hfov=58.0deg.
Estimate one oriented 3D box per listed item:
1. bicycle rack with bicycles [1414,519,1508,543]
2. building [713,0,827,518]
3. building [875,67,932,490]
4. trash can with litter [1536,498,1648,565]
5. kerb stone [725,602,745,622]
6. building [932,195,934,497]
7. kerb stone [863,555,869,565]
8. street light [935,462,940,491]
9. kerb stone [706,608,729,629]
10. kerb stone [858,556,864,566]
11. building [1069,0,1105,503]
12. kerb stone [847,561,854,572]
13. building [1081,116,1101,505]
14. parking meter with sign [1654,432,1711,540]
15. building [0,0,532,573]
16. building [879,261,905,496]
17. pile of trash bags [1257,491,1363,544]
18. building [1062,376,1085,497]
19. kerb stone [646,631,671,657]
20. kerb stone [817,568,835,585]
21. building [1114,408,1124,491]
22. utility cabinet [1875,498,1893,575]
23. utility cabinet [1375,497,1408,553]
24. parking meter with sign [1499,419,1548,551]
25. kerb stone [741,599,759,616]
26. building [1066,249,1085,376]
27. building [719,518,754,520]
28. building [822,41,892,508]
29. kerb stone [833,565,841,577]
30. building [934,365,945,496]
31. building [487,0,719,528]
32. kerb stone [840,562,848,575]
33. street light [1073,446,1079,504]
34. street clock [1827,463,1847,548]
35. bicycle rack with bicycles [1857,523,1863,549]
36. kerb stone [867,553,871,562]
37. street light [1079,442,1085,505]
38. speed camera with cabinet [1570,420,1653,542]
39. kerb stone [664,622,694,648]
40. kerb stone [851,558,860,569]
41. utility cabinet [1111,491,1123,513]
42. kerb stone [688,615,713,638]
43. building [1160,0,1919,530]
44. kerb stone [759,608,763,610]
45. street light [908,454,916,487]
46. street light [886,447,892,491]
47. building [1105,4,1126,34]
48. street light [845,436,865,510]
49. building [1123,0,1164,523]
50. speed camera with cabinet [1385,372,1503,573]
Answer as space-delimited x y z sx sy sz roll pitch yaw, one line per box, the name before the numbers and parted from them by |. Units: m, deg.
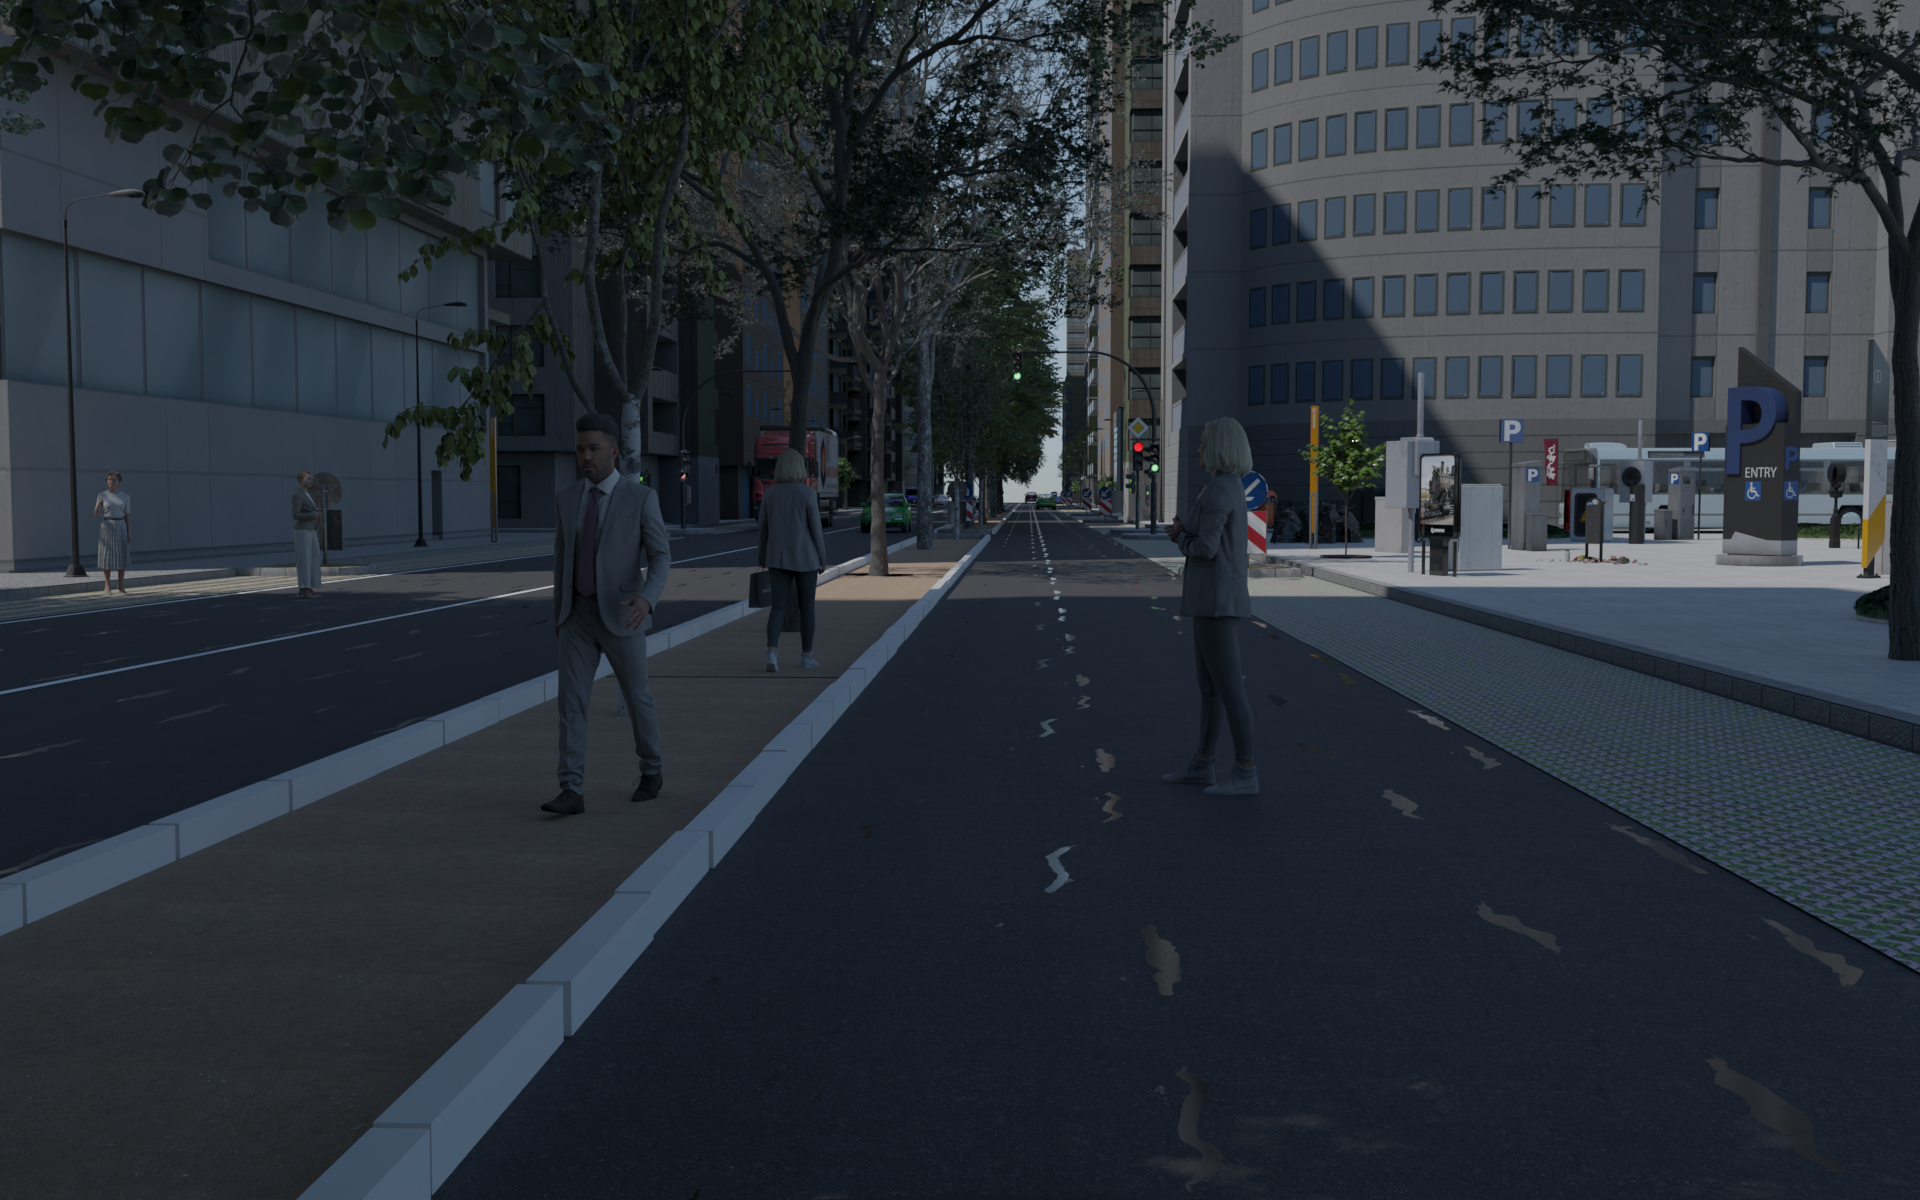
bicycle rack with bicycles | 13.236 -2.002 46.115 2.925 0.926 2.852 -2 4 -26
building | -16.476 -28.352 113.673 14.600 45.320 14.200 0 4 2
building | -15.642 -42.515 237.125 21.231 58.520 28.212 0 4 2
trash can with litter | 11.946 -1.300 32.308 1.678 1.210 2.233 -1 4 -10
kerb stone | -2.603 0.161 19.560 0.120 0.150 1.000 0 4 2
building | -15.227 -44.242 265.363 21.231 58.520 28.212 0 4 2
kerb stone | -1.984 -0.773 34.909 0.120 0.150 1.000 0 4 2
street light | -3.509 -18.109 268.621 1.470 5.913 1.316 0 4 2
kerb stone | -2.640 0.224 18.530 0.120 0.150 1.000 0 4 2
kerb stone | -2.027 -0.715 33.888 0.120 0.150 1.000 0 4 2
building | 25.840 -49.164 242.074 20.563 71.187 20.611 0 4 2
kerb stone | -2.104 -0.585 31.845 0.120 0.150 1.000 0 4 2
building | 26.082 -35.356 197.684 23.786 49.044 30.456 0 4 2
parking meter with sign | 20.176 -3.193 48.470 1.738 3.016 0.543 -2 4 -31
building | -26.983 -27.615 40.743 27.495 52.752 28.713 0 4 2
building | -14.014 -26.440 203.993 14.160 30.474 14.107 0 4 2
pile of trash bags | 8.914 -2.175 45.309 3.447 1.369 1.912 -3 5 -42
building | 29.875 -25.879 268.158 27.650 21.520 28.899 0 4 2
kerb stone | -2.768 0.415 15.459 0.120 0.150 1.000 0 4 2
kerb stone | -2.231 -0.399 28.778 0.120 0.150 1.000 0 4 2
building | 22.811 -49.393 120.241 22.319 86.520 31.000 0 4 2
utility cabinet | 15.145 -1.001 27.521 1.020 1.237 0.306 0 4 8
utility cabinet | 9.523 -1.642 38.008 0.306 1.237 1.020 -1 4 -21
parking meter with sign | 12.883 -2.642 39.458 0.543 3.016 1.738 0 4 -6
kerb stone | -2.552 0.099 20.584 0.120 0.150 1.000 0 4 2
building | 24.748 -37.064 289.591 14.154 41.232 14.086 0 4 2
building | -17.272 -26.998 91.529 14.600 45.320 14.200 0 4 2
building | -18.827 -32.249 181.903 22.147 44.769 28.867 0 4 2
kerb stone | -2.197 -0.461 29.800 0.120 0.150 1.000 0 4 2
building | -9.935 -31.565 287.786 14.160 30.474 14.107 0 4 2
building | -18.037 -18.237 69.883 14.160 30.474 14.107 0 4 2
kerb stone | -2.147 -0.528 30.823 0.120 0.150 1.000 0 4 2
street light | 12.061 -12.001 168.757 1.470 5.913 1.316 0 4 2
street clock | 20.732 -2.228 40.995 0.358 2.002 0.471 0 4 -1
bicycle rack with bicycles | 22.216 -1.636 40.131 2.852 0.926 2.925 -1 4 -15
kerb stone | -1.951 -0.835 35.932 0.120 0.150 1.000 0 4 2
street light | 11.588 -11.088 153.823 1.470 5.913 1.316 0 4 2
speed camera with cabinet | 17.516 -3.196 46.590 0.660 3.252 2.038 -3 5 -44
kerb stone | -2.718 0.349 16.486 0.120 0.150 1.000 0 4 2
kerb stone | -2.064 -0.653 32.866 0.120 0.150 1.000 0 4 2
utility cabinet | 10.364 -6.452 114.166 0.318 1.500 1.173 3 4 38
kerb stone | -2.677 0.287 17.507 0.120 0.150 1.000 0 4 2
building | 23.153 -32.329 70.586 28.212 58.520 21.231 0 4 2
kerb stone | -2.512 0.040 21.606 0.120 0.150 1.000 0 4 2
street light | -6.180 -13.940 200.452 1.470 5.913 1.316 0 4 2
street light | -7.391 -12.077 169.997 1.470 5.913 1.316 0 4 2
building | 19.414 -30.393 147.038 14.600 45.320 14.200 0 4 2
street light | -8.630 -10.251 140.141 1.470 5.913 1.316 0 4 2
building | 15.651 -19.573 91.715 14.160 30.474 14.107 0 4 2
speed camera with cabinet | 8.046 -2.104 28.734 2.038 3.252 0.660 -2 4 -25
